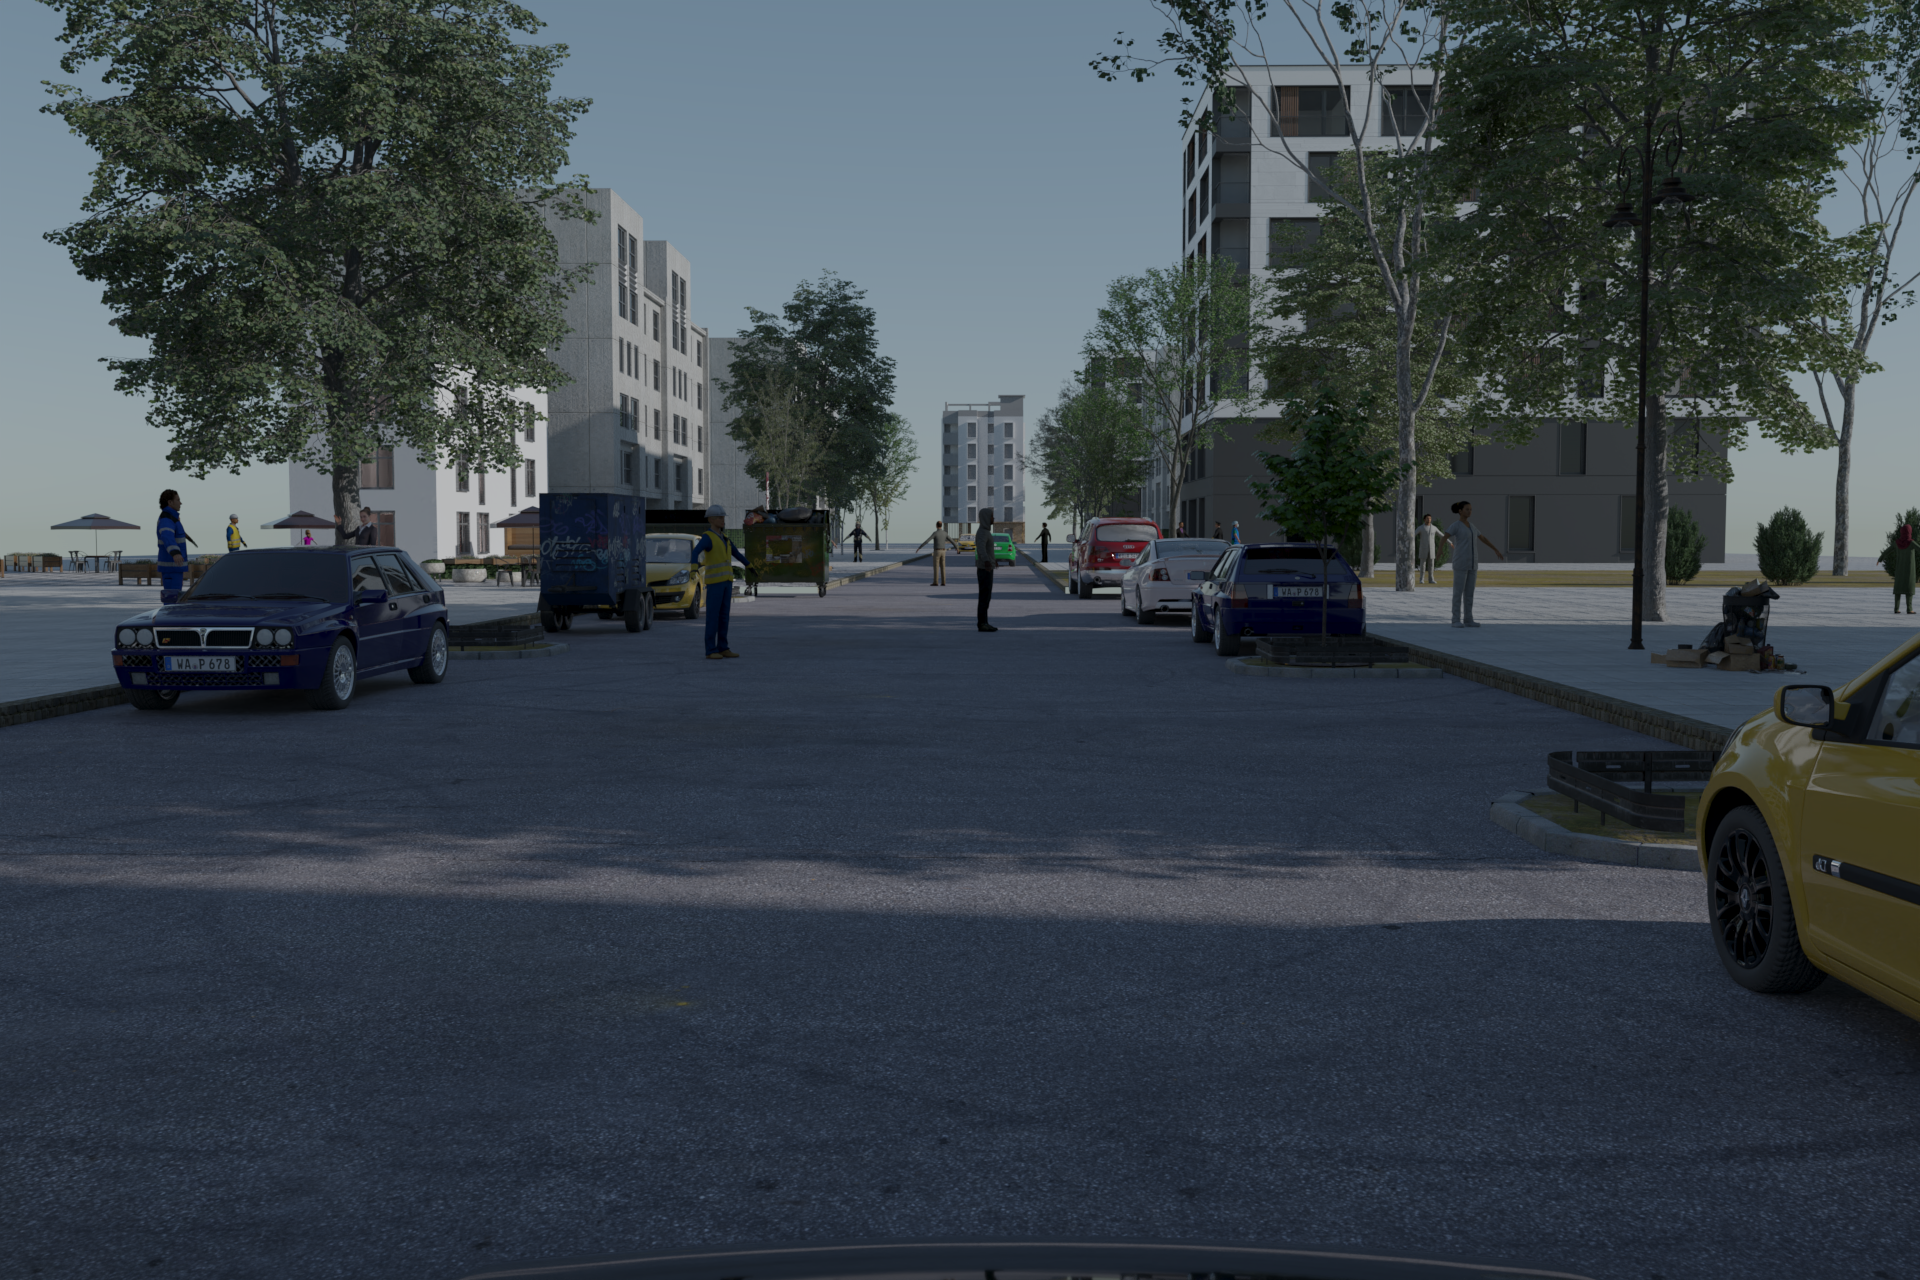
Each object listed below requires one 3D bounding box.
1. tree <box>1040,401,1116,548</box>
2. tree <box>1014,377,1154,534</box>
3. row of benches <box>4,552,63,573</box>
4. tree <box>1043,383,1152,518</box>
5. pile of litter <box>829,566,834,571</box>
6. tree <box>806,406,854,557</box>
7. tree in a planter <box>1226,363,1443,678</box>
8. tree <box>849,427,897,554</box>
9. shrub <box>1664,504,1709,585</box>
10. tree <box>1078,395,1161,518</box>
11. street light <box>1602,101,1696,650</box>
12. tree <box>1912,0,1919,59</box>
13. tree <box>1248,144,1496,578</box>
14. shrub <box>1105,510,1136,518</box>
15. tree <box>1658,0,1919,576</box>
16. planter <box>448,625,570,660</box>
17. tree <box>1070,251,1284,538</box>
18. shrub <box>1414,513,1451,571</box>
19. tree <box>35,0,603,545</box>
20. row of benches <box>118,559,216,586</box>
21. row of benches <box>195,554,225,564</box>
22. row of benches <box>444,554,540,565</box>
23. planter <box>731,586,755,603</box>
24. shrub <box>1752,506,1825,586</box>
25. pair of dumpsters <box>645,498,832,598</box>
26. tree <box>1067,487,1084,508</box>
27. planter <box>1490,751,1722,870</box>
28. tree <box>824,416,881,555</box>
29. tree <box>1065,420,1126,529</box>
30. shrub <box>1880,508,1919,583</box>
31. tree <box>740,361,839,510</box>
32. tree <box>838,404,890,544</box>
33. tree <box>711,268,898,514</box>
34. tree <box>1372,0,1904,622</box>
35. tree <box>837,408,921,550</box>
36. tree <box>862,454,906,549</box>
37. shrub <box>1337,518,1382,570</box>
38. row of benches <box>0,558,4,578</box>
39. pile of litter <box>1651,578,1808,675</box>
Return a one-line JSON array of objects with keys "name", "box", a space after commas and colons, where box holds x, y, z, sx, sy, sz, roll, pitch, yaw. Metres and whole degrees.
[{"name": "tree", "box": [10.118, -14.042, 147.713, 7.486, 12.596, 7.792, 0, 3, 0]}, {"name": "tree", "box": [9.229, -13.518, 131.381, 12.009, 13.543, 11.850, 0, 3, 0]}, {"name": "row of benches", "box": [-31.548, -2.661, 58.966, 4.104, 0.672, 1.422, 3, 5, 45]}, {"name": "tree", "box": [9.429, -11.779, 118.337, 9.928, 11.665, 9.643, 0, 3, 0]}, {"name": "pile of litter", "box": [-5.005, -2.847, 60.519, 1.176, 0.858, 1.719, 0, 4, 1]}, {"name": "tree", "box": [-6.951, -8.929, 96.355, 4.360, 8.622, 3.978, 0, 3, 0]}, {"name": "tree in a planter", "box": [3.836, -1.279, 18.131, 1.991, 3.239, 1.994, 0, 4, 2]}, {"name": "tree", "box": [-6.808, -9.966, 113.312, 4.360, 8.622, 3.978, 0, 3, 0]}, {"name": "shrub", "box": [17.940, -2.423, 43.662, 1.661, 2.075, 1.752, 0, 3, 0]}, {"name": "tree", "box": [8.024, -8.525, 89.740, 4.737, 8.622, 4.395, 0, 3, 0]}, {"name": "street light", "box": [7.536, -2.834, 19.118, 0.468, 5.910, 1.993, 0, 4, 1]}, {"name": "tree", "box": [9.475, -6.273, 9.216, 9.857, 13.997, 8.962, 0, 3, 0]}, {"name": "tree", "box": [12.225, -8.140, 51.215, 7.486, 12.596, 7.792, 0, 3, 0]}, {"name": "shrub", "box": [5.131, -3.174, 55.940, 1.661, 2.075, 1.752, 0, 3, 0]}, {"name": "tree", "box": [27.743, -12.130, 54.214, 12.611, 20.169, 13.585, 0, 3, 0]}, {"name": "planter", "box": [-5.780, 0.025, 20.730, 1.991, 0.319, 1.994, 0, 4, 1]}, {"name": "tree", "box": [7.961, -8.411, 63.278, 9.928, 11.665, 9.643, 0, 3, 0]}, {"name": "shrub", "box": [16.176, -3.394, 59.912, 1.690, 2.028, 1.600, 0, 3, 0]}, {"name": "tree", "box": [-11.092, -7.592, 30.786, 9.857, 13.997, 8.962, 0, 3, 0]}, {"name": "row of benches", "box": [-19.130, -1.681, 42.954, 4.104, 0.672, 1.422, 2, 4, 24]}, {"name": "row of benches", "box": [-22.437, -2.281, 52.753, 1.422, 0.672, 4.104, -3, 4, -38]}, {"name": "row of benches", "box": [-14.067, -2.311, 53.244, 1.422, 0.672, 4.104, 2, 4, 35]}, {"name": "planter", "box": [-5.442, -0.970, 36.996, 1.991, 0.319, 1.994, 0, 4, 2]}, {"name": "shrub", "box": [20.594, -2.364, 43.070, 1.690, 2.028, 1.600, 0, 3, 0]}, {"name": "pair of dumpsters", "box": [-5.154, -2.106, 39.387, 4.436, 2.255, 1.574, 0, 4, 1]}, {"name": "tree", "box": [17.383, -18.803, 233.185, 9.928, 11.665, 9.643, 0, 3, 0]}, {"name": "planter", "box": [3.644, 0.787, 8.279, 1.991, 0.319, 1.994, 0, 4, 1]}, {"name": "tree", "box": [-7.048, -9.464, 105.094, 4.737, 8.622, 4.395, 0, 3, 0]}, {"name": "tree", "box": [8.156, -9.691, 108.813, 4.360, 8.622, 3.978, 0, 3, 0]}, {"name": "shrub", "box": [25.046, -2.511, 45.466, 1.690, 2.028, 1.600, 0, 3, 0]}, {"name": "tree", "box": [-7.482, -7.513, 73.198, 4.360, 8.622, 3.978, 0, 3, 0]}, {"name": "tree", "box": [-15.591, -23.260, 236.194, 12.611, 20.169, 13.585, 0, 3, 0]}, {"name": "tree", "box": [-7.396, -10.898, 84.837, 9.857, 13.997, 8.962, 0, 3, 0]}, {"name": "tree", "box": [9.817, -6.546, 25.148, 7.486, 12.596, 7.792, 0, 3, 0]}, {"name": "tree", "box": [-6.633, -12.851, 135.864, 9.928, 11.665, 9.643, 0, 3, 0]}, {"name": "tree", "box": [-6.379, -11.901, 144.938, 4.737, 8.622, 4.395, 0, 3, 0]}, {"name": "shrub", "box": [14.102, -3.502, 61.304, 1.661, 2.075, 1.752, 0, 3, 0]}, {"name": "row of benches", "box": [-29.268, -2.235, 51.999, 1.422, 0.672, 4.104, -2, 4, -34]}, {"name": "pile of litter", "box": [7.366, -0.164, 16.642, 1.176, 0.858, 1.719, 0, 4, 1]}]
